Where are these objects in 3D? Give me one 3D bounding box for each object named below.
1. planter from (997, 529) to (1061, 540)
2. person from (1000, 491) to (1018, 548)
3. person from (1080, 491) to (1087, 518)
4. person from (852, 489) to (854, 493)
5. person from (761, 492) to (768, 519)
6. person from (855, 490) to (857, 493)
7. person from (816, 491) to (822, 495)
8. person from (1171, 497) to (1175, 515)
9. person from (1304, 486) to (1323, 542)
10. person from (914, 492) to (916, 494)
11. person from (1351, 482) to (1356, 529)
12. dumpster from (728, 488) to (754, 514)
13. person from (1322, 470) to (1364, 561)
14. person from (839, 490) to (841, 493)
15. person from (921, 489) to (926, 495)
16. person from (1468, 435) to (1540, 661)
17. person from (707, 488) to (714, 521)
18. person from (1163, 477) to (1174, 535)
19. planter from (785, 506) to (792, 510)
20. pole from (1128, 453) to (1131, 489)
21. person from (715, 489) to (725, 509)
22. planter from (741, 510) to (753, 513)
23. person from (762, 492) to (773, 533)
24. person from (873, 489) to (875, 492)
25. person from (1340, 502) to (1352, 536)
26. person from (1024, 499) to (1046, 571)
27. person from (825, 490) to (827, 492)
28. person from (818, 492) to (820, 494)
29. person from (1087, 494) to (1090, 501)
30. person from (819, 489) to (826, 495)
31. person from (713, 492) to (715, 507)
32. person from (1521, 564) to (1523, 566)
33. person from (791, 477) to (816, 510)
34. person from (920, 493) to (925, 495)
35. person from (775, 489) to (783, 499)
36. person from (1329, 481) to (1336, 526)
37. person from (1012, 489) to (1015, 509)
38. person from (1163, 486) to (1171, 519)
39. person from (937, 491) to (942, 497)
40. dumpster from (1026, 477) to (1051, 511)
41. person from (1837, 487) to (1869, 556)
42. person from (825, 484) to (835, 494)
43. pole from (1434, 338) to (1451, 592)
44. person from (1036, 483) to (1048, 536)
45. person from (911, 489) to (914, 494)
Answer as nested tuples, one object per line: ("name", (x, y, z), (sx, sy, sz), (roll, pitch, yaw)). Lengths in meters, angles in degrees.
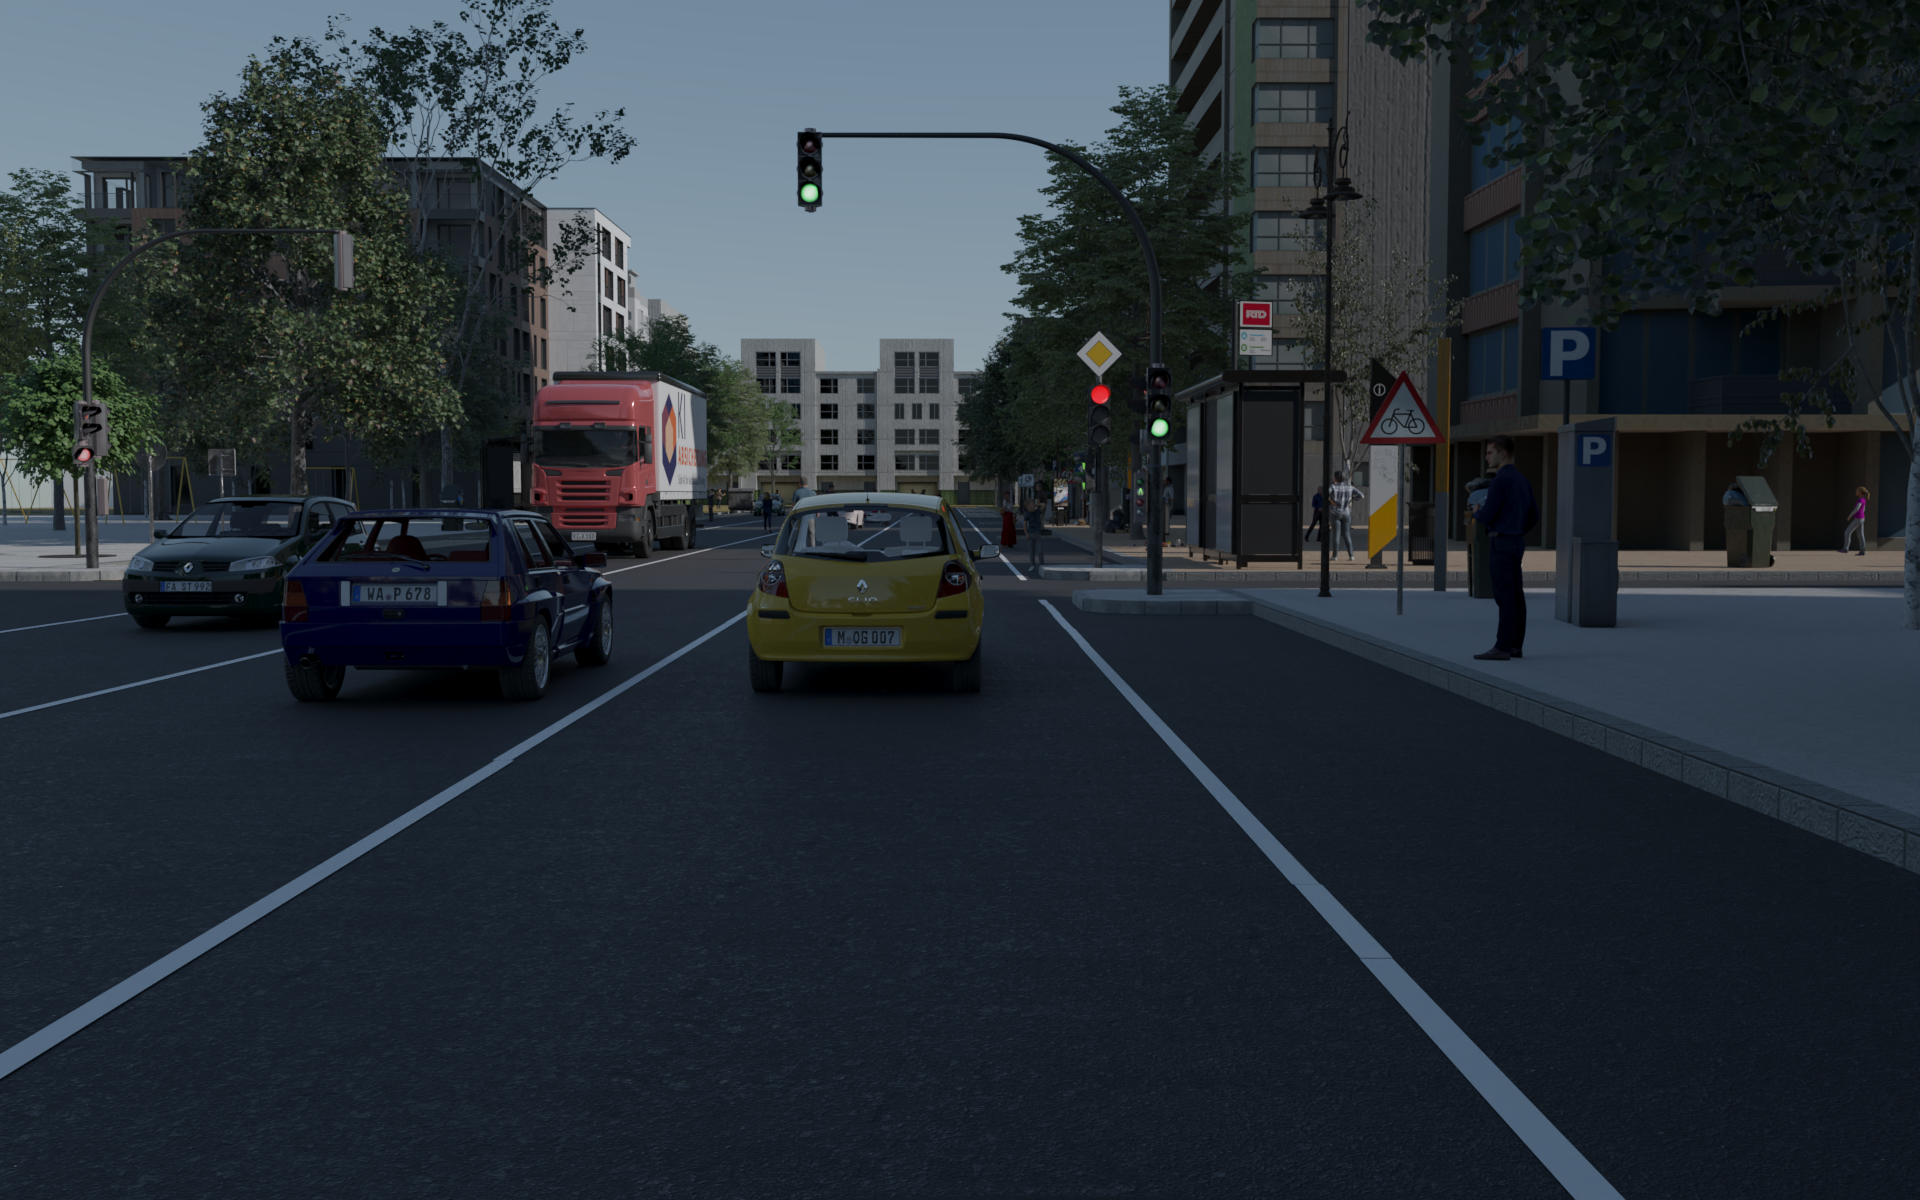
("planter", (2.181, -2.082, 55.188), (1.991, 0.319, 1.994), (0, 4, -1))
("person", (1.293, -2.162, 46.311), (0.387, 1.526, 0.523), (2, 4, 33))
("person", (6.354, -4.935, 89.203), (0.387, 1.526, 0.523), (-1, 4, -16))
("person", (-8.654, -8.079, 140.617), (1.348, 1.821, 0.705), (0, 4, -3))
("person", (-10.965, -5.335, 97.943), (0.614, 1.554, 0.590), (1, 4, 20))
("person", (-10.055, -9.698, 167.077), (0.705, 1.821, 1.348), (-1, 4, -17))
("person", (-13.130, -9.267, 160.823), (0.742, 1.727, 0.445), (1, 4, 14))
("person", (11.825, -5.476, 97.779), (0.569, 1.553, 0.471), (1, 4, 12))
("person", (9.605, -2.306, 46.444), (0.574, 1.496, 0.600), (-1, 4, -9))
("person", (-4.063, -8.610, 150.737), (0.593, 1.643, 0.415), (-2, 4, -30))
("person", (14.408, -3.493, 63.854), (0.504, 1.737, 0.576), (1, 4, 13))
("dumpster", (-15.766, -7.138, 124.918), (1.865, 1.857, 1.264), (0, 4, -1))
("person", (7.334, -1.627, 33.362), (0.841, 1.734, 0.376), (0, 4, -6))
("person", (-12.365, -10.486, 179.809), (0.599, 1.838, 0.709), (0, 4, 6))
("person", (-2.133, -5.759, 103.346), (0.600, 1.739, 0.565), (-2, 4, -29))
("person", (4.203, -0.415, 13.525), (0.504, 1.737, 0.576), (2, 4, 32))
("person", (-13.170, -4.985, 90.814), (0.742, 1.727, 0.445), (2, 4, 35))
("person", (6.363, -2.911, 53.786), (0.789, 1.805, 0.875), (-1, 4, -9))
("planter", (-15.874, -8.459, 159.441), (1.991, 0.319, 1.994), (0, 4, -1))
("pole", (6.518, -4.441, 66.454), (0.158, 3.312, 0.155), (0, 3, 0))
("person", (-20.936, -8.856, 151.376), (0.750, 1.759, 0.617), (-3, 5, -45))
("planter", (-15.631, -6.809, 132.458), (1.991, 0.319, 1.994), (0, 4, -1))
("person", (-7.072, -3.228, 63.813), (0.480, 1.512, 0.613), (-3, 4, -39))
("person", (-6.724, -7.724, 134.804), (0.705, 1.822, 1.348), (2, 4, 27))
("person", (11.874, -2.725, 53.289), (0.574, 1.496, 0.600), (3, 5, 42))
("person", (1.409, -1.208, 32.155), (0.435, 1.345, 0.340), (0, 4, -3))
("person", (-12.711, -9.516, 164.088), (1.348, 1.824, 0.705), (-3, 5, -44))
("person", (-14.273, -10.081, 174.797), (0.593, 1.643, 0.415), (1, 4, 23))
("person", (9.942, -7.550, 130.039), (0.990, 1.755, 0.434), (2, 4, 32))
("person", (-8.189, -5.773, 103.617), (0.841, 1.734, 0.376), (-3, 4, -38))
("person", (-24.831, -10.224, 173.344), (0.705, 1.807, 1.348), (1, 4, 18))
("person", (9.831, -1.266, 30.658), (0.340, 1.345, 0.435), (1, 4, 11))
("person", (-3.341, -1.765, 37.493), (0.598, 1.807, 0.434), (0, 4, -1))
("person", (-2.636, -7.314, 128.538), (0.568, 1.767, 0.683), (3, 4, 39))
("person", (-15.693, -8.591, 148.921), (0.705, 1.831, 1.348), (-3, 5, -44))
("person", (14.834, -3.832, 68.827), (0.598, 1.807, 0.434), (1, 4, 19))
("person", (4.618, -8.768, 150.318), (0.541, 1.710, 0.530), (-3, 5, -44))
("person", (10.630, -5.047, 89.267), (0.576, 1.737, 0.504), (1, 4, 19))
("person", (-2.123, -9.761, 168.923), (0.721, 1.723, 1.217), (-2, 4, -33))
("dumpster", (4.498, -5.812, 97.516), (1.502, 2.255, 1.985), (0, 4, 0))
("person", (18.512, -1.633, 35.983), (0.776, 1.435, 0.726), (2, 4, 35))
("person", (-4.112, -2.945, 57.097), (0.568, 1.767, 0.683), (3, 5, 39))
("pole", (6.349, -1.771, 22.792), (0.158, 3.312, 0.155), (0, 3, 0))
("person", (2.673, -3.001, 57.690), (0.434, 1.807, 0.598), (3, 5, 42))
("person", (-3.796, -8.028, 139.714), (0.705, 1.831, 1.348), (3, 5, 42))
